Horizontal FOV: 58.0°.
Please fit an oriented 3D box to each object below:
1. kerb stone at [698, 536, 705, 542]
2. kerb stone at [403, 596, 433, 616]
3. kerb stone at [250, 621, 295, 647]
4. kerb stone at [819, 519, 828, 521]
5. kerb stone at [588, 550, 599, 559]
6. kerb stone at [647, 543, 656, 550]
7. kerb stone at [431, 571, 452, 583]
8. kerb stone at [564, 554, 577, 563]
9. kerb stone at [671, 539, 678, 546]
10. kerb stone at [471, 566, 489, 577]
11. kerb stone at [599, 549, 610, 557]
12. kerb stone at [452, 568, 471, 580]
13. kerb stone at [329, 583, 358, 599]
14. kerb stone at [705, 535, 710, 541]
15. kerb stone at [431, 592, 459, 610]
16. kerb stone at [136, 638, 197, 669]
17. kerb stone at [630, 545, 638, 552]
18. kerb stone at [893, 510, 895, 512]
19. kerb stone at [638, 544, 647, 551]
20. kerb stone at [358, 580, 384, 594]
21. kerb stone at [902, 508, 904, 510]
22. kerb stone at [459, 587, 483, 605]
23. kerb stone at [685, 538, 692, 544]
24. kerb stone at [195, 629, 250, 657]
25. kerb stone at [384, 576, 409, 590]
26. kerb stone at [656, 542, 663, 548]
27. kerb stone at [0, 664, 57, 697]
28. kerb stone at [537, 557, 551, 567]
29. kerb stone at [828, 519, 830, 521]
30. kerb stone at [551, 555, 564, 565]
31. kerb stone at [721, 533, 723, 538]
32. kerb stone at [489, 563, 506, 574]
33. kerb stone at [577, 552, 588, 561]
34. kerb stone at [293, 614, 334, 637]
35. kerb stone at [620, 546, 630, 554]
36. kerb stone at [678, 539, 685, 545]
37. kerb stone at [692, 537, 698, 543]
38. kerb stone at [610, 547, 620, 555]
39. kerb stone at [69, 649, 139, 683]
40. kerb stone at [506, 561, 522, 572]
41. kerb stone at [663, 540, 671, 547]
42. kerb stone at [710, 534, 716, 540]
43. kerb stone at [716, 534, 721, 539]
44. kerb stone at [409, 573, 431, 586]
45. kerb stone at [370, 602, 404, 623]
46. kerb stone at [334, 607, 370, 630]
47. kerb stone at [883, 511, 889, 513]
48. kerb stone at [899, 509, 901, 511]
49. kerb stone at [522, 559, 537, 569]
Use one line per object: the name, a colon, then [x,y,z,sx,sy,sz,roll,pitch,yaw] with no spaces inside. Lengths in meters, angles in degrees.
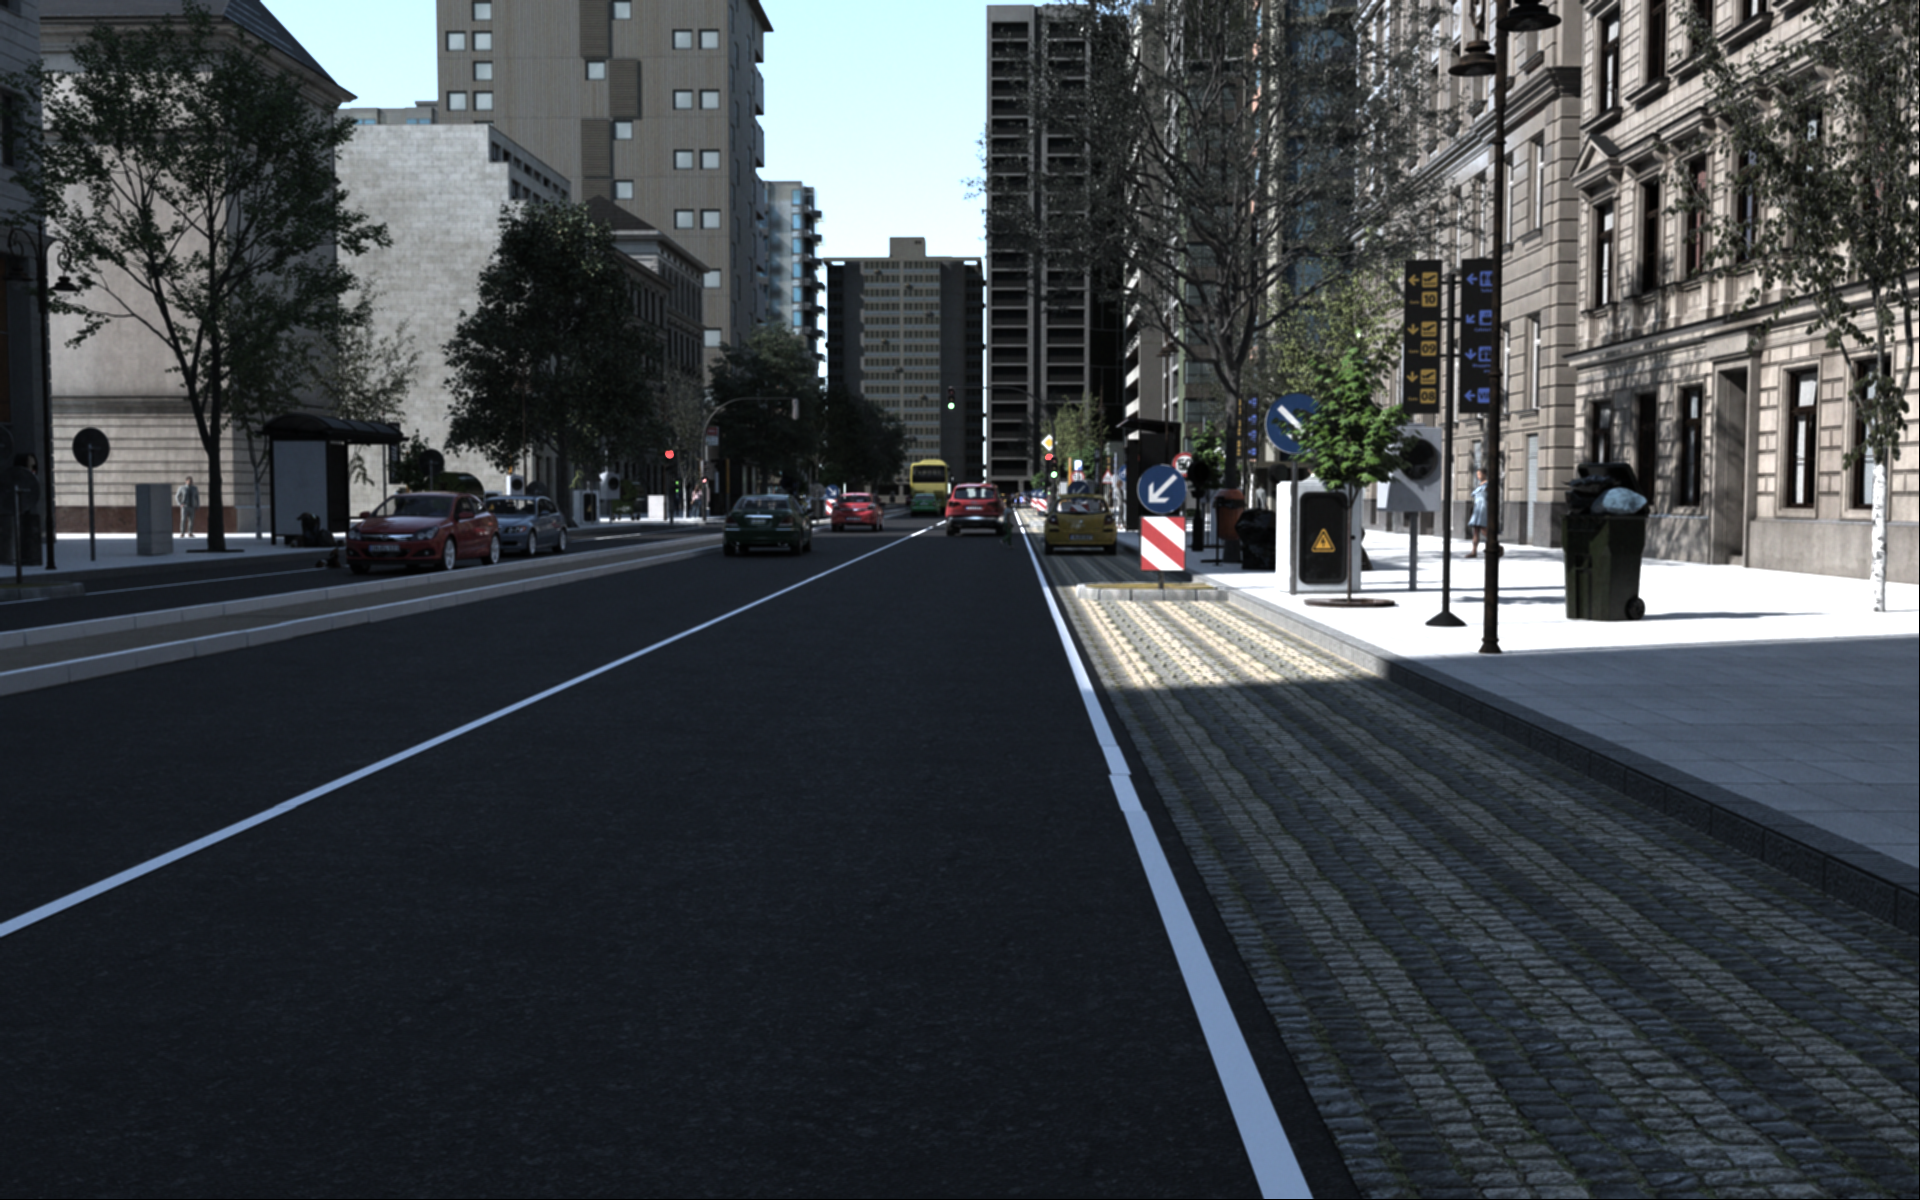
kerb stone: [-7.837,-1.800,51.618,0.120,0.150,1.000,0,4,2]
kerb stone: [-6.594,0.087,20.811,0.120,0.150,1.000,0,4,2]
kerb stone: [-6.709,0.341,16.716,0.120,0.150,1.000,0,4,2]
kerb stone: [-6.859,-3.963,87.011,0.120,0.150,1.000,0,4,2]
kerb stone: [-8.215,-0.985,38.301,0.120,0.150,1.000,0,4,2]
kerb stone: [-8.038,-1.361,44.443,0.120,0.150,1.000,0,4,2]
kerb stone: [-8.492,-0.359,28.064,0.120,0.150,1.000,0,4,2]
kerb stone: [-8.257,-0.858,36.258,0.120,0.150,1.000,0,4,2]
kerb stone: [-7.956,-1.549,47.518,0.120,0.150,1.000,0,4,2]
kerb stone: [-8.440,-0.484,30.112,0.120,0.150,1.000,0,4,2]
kerb stone: [-8.171,-1.048,39.323,0.120,0.150,1.000,0,4,2]
kerb stone: [-8.469,-0.421,29.086,0.120,0.150,1.000,0,4,2]
kerb stone: [-8.612,-0.109,23.970,0.120,0.150,1.000,0,4,2]
kerb stone: [-7.811,-1.862,52.640,0.120,0.150,1.000,0,4,2]
kerb stone: [-6.566,0.022,21.835,0.120,0.150,1.000,0,4,2]
kerb stone: [-6.778,0.460,14.669,0.120,0.150,1.000,0,4,2]
kerb stone: [-8.105,-1.235,42.390,0.120,0.150,1.000,0,4,2]
kerb stone: [-5.459,-7.035,137.225,0.120,0.150,1.000,0,4,2]
kerb stone: [-8.072,-1.296,43.418,0.120,0.150,1.000,0,4,2]
kerb stone: [-8.583,-0.171,24.993,0.120,0.150,1.000,0,4,2]
kerb stone: [-5.148,-7.726,148.514,0.120,0.150,1.000,0,4,2]
kerb stone: [-6.539,-0.041,22.859,0.120,0.150,1.000,0,4,2]
kerb stone: [-7.901,-1.671,49.563,0.120,0.150,1.000,0,4,2]
kerb stone: [-6.740,0.398,15.695,0.120,0.150,1.000,0,4,2]
kerb stone: [-8.555,-0.232,26.016,0.120,0.150,1.000,0,4,2]
kerb stone: [-8.014,-1.424,45.472,0.120,0.150,1.000,0,4,2]
kerb stone: [-6.826,0.586,12.620,0.120,0.150,1.000,0,4,2]
kerb stone: [-8.327,-0.735,34.205,0.120,0.150,1.000,0,4,2]
kerb stone: [-6.828,-4.023,88.038,0.120,0.150,1.000,0,4,2]
kerb stone: [-8.297,-0.797,35.226,0.120,0.150,1.000,0,4,2]
kerb stone: [-7.727,-2.051,55.730,0.120,0.150,1.000,0,4,2]
kerb stone: [-8.411,-0.545,31.133,0.120,0.150,1.000,0,4,2]
kerb stone: [-8.242,-0.919,37.280,0.120,0.150,1.000,0,4,2]
kerb stone: [-6.695,0.273,17.738,0.120,0.150,1.000,0,4,2]
kerb stone: [-8.123,-1.173,41.366,0.120,0.150,1.000,0,4,2]
kerb stone: [-7.929,-1.611,48.541,0.120,0.150,1.000,0,4,2]
kerb stone: [-7.868,-1.731,50.584,0.120,0.150,1.000,0,4,2]
kerb stone: [-8.152,-1.110,40.344,0.120,0.150,1.000,0,4,2]
kerb stone: [-6.799,0.523,13.643,0.120,0.150,1.000,0,4,2]
kerb stone: [-8.382,-0.609,32.155,0.120,0.150,1.000,0,4,2]
kerb stone: [-7.983,-1.486,46.493,0.120,0.150,1.000,0,4,2]
kerb stone: [-7.781,-1.926,53.678,0.120,0.150,1.000,0,4,2]
kerb stone: [-7.759,-1.989,54.708,0.120,0.150,1.000,0,4,2]
kerb stone: [-8.525,-0.296,27.037,0.120,0.150,1.000,0,4,2]
kerb stone: [-6.619,0.147,19.789,0.120,0.150,1.000,0,4,2]
kerb stone: [-6.662,0.210,18.767,0.120,0.150,1.000,0,4,2]
kerb stone: [-5.626,-6.660,131.079,0.120,0.150,1.000,0,4,2]
kerb stone: [-5.255,-7.475,144.418,0.120,0.150,1.000,0,4,2]
kerb stone: [-8.357,-0.672,33.176,0.120,0.150,1.000,0,4,2]
